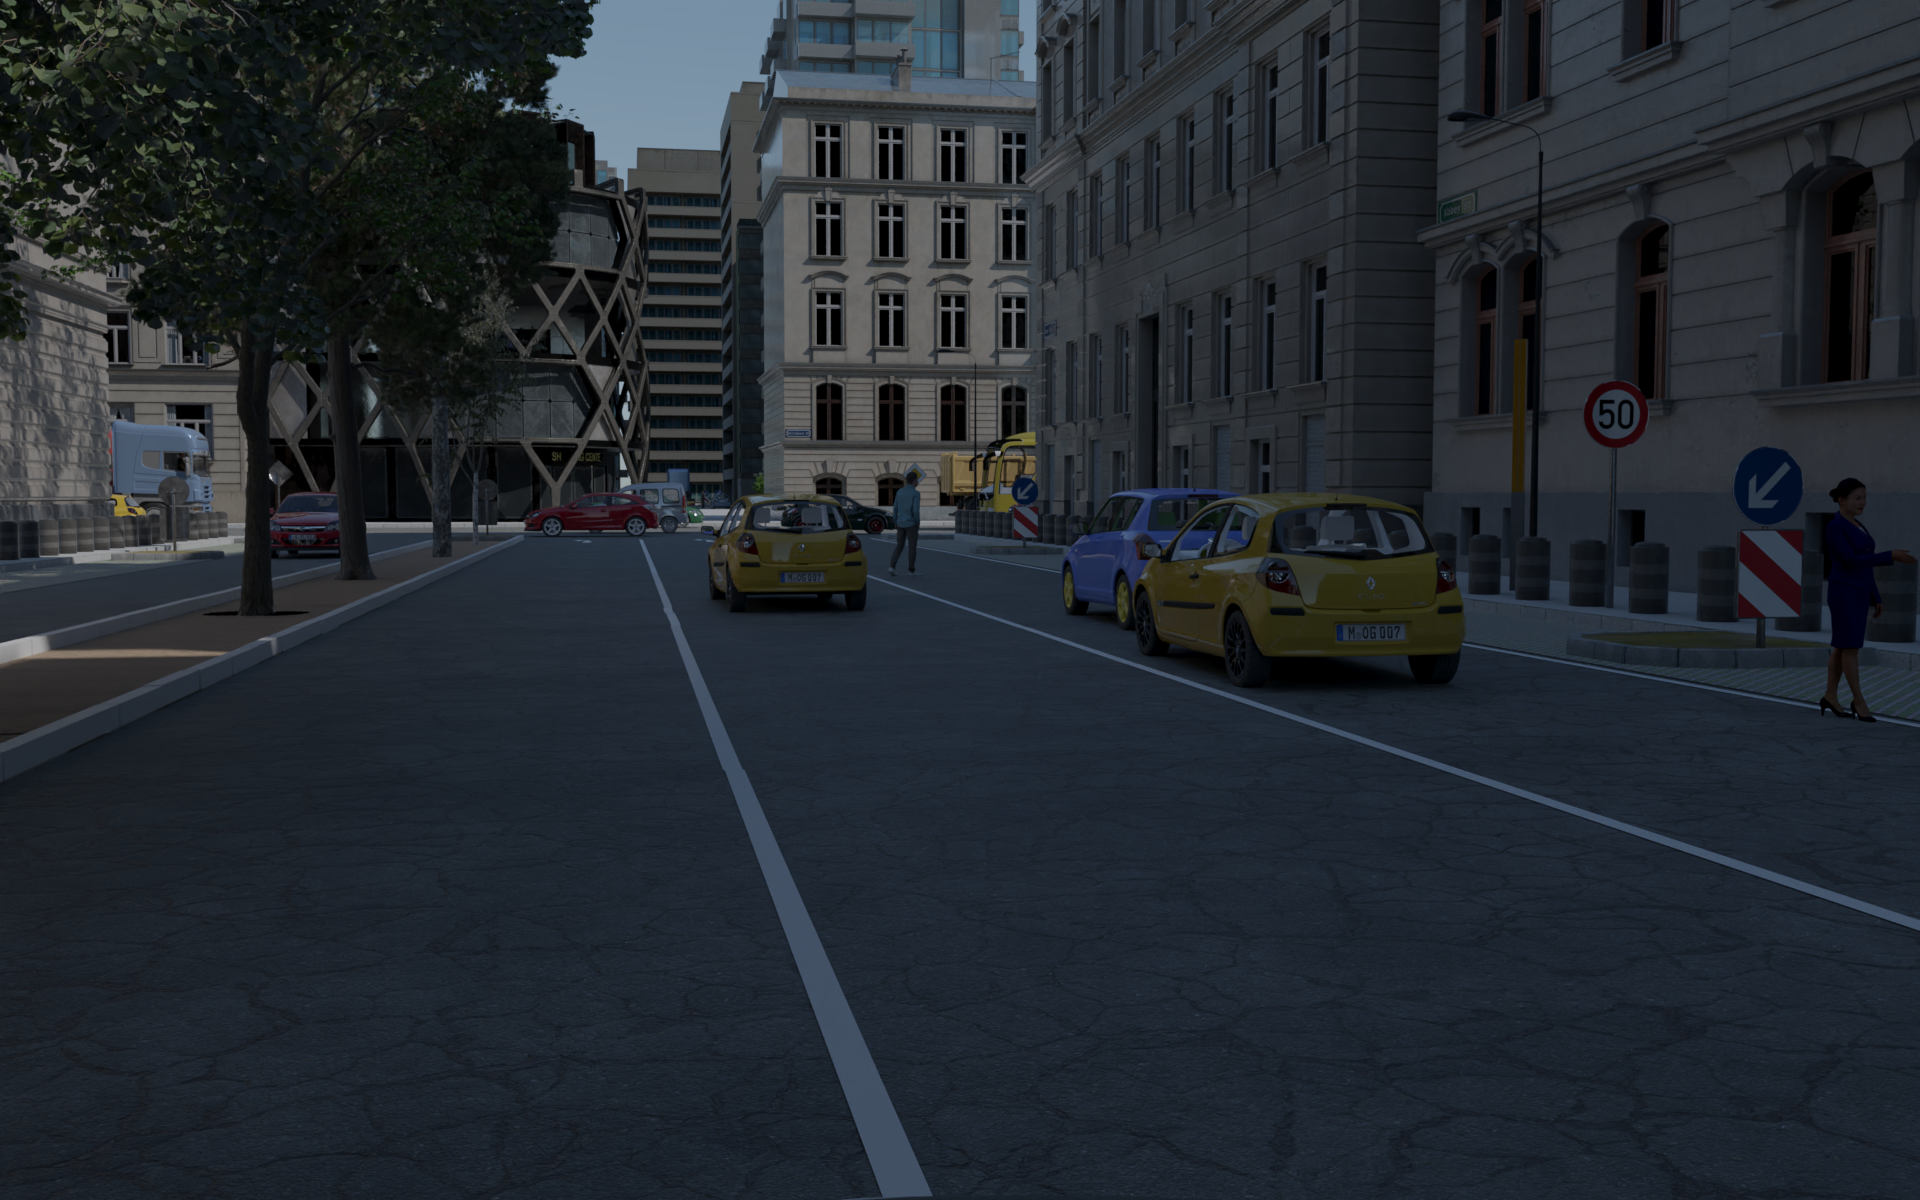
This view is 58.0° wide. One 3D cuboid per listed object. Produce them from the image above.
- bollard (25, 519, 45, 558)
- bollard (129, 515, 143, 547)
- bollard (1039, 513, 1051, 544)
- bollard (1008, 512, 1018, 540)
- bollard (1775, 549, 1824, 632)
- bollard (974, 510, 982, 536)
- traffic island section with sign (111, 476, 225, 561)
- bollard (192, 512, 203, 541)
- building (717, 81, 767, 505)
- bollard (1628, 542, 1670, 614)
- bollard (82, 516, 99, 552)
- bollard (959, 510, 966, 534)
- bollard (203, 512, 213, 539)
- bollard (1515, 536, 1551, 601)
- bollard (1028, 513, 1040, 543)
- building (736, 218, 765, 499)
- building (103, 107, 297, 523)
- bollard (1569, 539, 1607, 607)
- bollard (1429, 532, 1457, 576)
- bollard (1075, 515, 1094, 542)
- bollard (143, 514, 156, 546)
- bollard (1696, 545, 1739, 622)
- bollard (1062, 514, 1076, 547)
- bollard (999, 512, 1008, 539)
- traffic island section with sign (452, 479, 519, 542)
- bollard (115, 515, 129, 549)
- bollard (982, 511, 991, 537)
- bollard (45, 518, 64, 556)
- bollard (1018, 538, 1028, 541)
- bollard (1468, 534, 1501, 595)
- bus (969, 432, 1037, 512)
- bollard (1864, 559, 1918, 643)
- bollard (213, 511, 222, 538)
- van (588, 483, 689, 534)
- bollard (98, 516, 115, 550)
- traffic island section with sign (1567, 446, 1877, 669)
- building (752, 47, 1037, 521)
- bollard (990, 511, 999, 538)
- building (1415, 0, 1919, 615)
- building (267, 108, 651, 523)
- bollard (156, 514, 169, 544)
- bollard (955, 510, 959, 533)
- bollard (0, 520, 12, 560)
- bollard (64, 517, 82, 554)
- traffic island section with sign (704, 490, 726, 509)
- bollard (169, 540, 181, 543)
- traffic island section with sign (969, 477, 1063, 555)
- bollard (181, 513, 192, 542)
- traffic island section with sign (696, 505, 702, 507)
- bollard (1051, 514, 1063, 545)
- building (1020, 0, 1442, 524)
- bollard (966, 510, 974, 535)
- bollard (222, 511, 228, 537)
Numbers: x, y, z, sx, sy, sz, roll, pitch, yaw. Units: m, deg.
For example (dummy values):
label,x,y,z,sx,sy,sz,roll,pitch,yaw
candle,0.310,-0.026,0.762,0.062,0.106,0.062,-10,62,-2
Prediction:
label,x,y,z,sx,sy,sz,roll,pitch,yaw
bollard,-18.744,-1.231,34.841,0.404,0.777,0.398,0,3,0
bollard,-20.133,-1.667,41.968,0.404,0.777,0.398,0,3,0
bollard,2.346,-1.833,44.693,0.404,0.777,0.398,0,3,0
bollard,1.657,-2.051,48.243,0.404,0.777,0.398,0,3,0
bollard,7.884,-0.095,16.272,0.404,0.777,0.398,0,3,0
bollard,0.726,-2.342,53.008,0.404,0.777,0.398,0,3,0
traffic island section with sign,-17.373,-1.804,38.128,1.989,1.847,2.006,-1,4,-11
bollard,-21.286,-2.029,47.898,0.404,0.777,0.398,0,3,0
building,-16.500,-35.374,202.062,21.300,48.544,21.600,-1,4,-11
bollard,7.421,-0.241,18.653,0.404,0.777,0.398,0,3,0
bollard,-19.438,-1.449,38.411,0.404,0.777,0.398,0,3,0
bollard,0.269,-2.487,55.373,0.404,0.777,0.398,0,3,0
bollard,-21.518,-2.102,49.077,0.404,0.777,0.398,0,3,0
bollard,6.958,-0.386,21.031,0.404,0.777,0.398,0,3,0
bollard,2.118,-1.906,45.873,0.404,0.777,0.398,0,3,0
building,-16.842,-25.241,184.393,14.160,30.474,14.107,-1,4,-11
building,-46.668,-15.072,79.703,30.059,22.955,16.112,-1,4,-11
bollard,7.195,-0.313,19.840,0.404,0.777,0.398,0,3,0
bollard,6.499,-0.531,23.396,0.404,0.777,0.398,0,3,0
bollard,3.038,-1.616,41.146,0.404,0.777,0.398,0,3,0
bollard,-20.364,-1.740,43.158,0.404,0.777,0.398,0,3,0
bollard,7.653,-0.168,17.468,0.404,0.777,0.398,0,3,0
bollard,2.808,-1.689,42.334,0.404,0.777,0.398,0,3,0
bollard,1.429,-2.123,49.426,0.404,0.777,0.398,0,3,0
traffic island section with sign,-14.573,-2.754,53.163,2.006,1.907,1.989,-1,4,-11
bollard,-19.902,-1.595,40.789,0.404,0.777,0.398,0,3,0
bollard,0.959,-2.269,51.816,0.404,0.777,0.398,0,3,0
bollard,-18.976,-1.303,36.028,0.404,0.777,0.398,0,3,0
bollard,1.888,-1.978,47.063,0.404,0.777,0.398,0,3,0
bollard,6.729,-0.458,22.211,0.404,0.777,0.398,0,3,0
bus,6.632,-4.732,68.911,12.252,3.916,2.896,-1,4,-11
bollard,8.117,-0.023,15.094,0.404,0.777,0.398,0,3,0
bollard,-21.749,-2.175,50.274,0.404,0.777,0.398,0,3,0
van,-12.016,-3.448,63.389,4.112,2.044,2.013,-1,4,-10
bollard,-19.670,-1.522,39.602,0.404,0.777,0.398,0,3,0
traffic island section with sign,6.444,-0.395,15.091,1.989,1.847,2.006,-1,4,-11
building,7.348,-16.504,88.926,34.723,24.649,14.460,-1,4,-11
bollard,1.197,-2.196,50.615,0.404,0.777,0.398,0,3,0
building,16.206,-14.184,19.306,14.401,28.519,23.554,-1,4,-11
building,-23.655,-13.260,84.251,16.811,18.784,16.820,-1,4,-11
bollard,-20.595,-1.812,44.347,0.404,0.777,0.398,0,3,0
bollard,0.035,-2.559,56.560,0.404,0.777,0.398,0,3,0
bollard,-18.509,-1.158,33.648,0.404,0.777,0.398,0,3,0
bollard,-19.206,-1.376,37.217,0.404,0.777,0.398,0,3,0
traffic island section with sign,-23.969,-9.940,171.154,1.989,1.847,2.006,-1,4,-11
bollard,-20.825,-1.884,45.527,0.404,0.777,0.398,0,3,0
traffic island section with sign,1.286,-2.014,41.550,1.989,1.847,2.006,-1,4,-11
bollard,-21.058,-1.957,46.718,0.404,0.777,0.398,0,3,0
traffic island section with sign,-29.125,-11.559,197.613,1.989,1.847,2.006,-1,4,-11
bollard,2.580,-1.761,43.514,0.404,0.777,0.398,0,3,0
building,10.140,-15.024,42.904,12.463,27.353,25.104,-1,4,-11
bollard,0.500,-2.414,54.191,0.404,0.777,0.398,0,3,0
bollard,-21.980,-2.247,51.463,0.404,0.777,0.398,0,3,0
